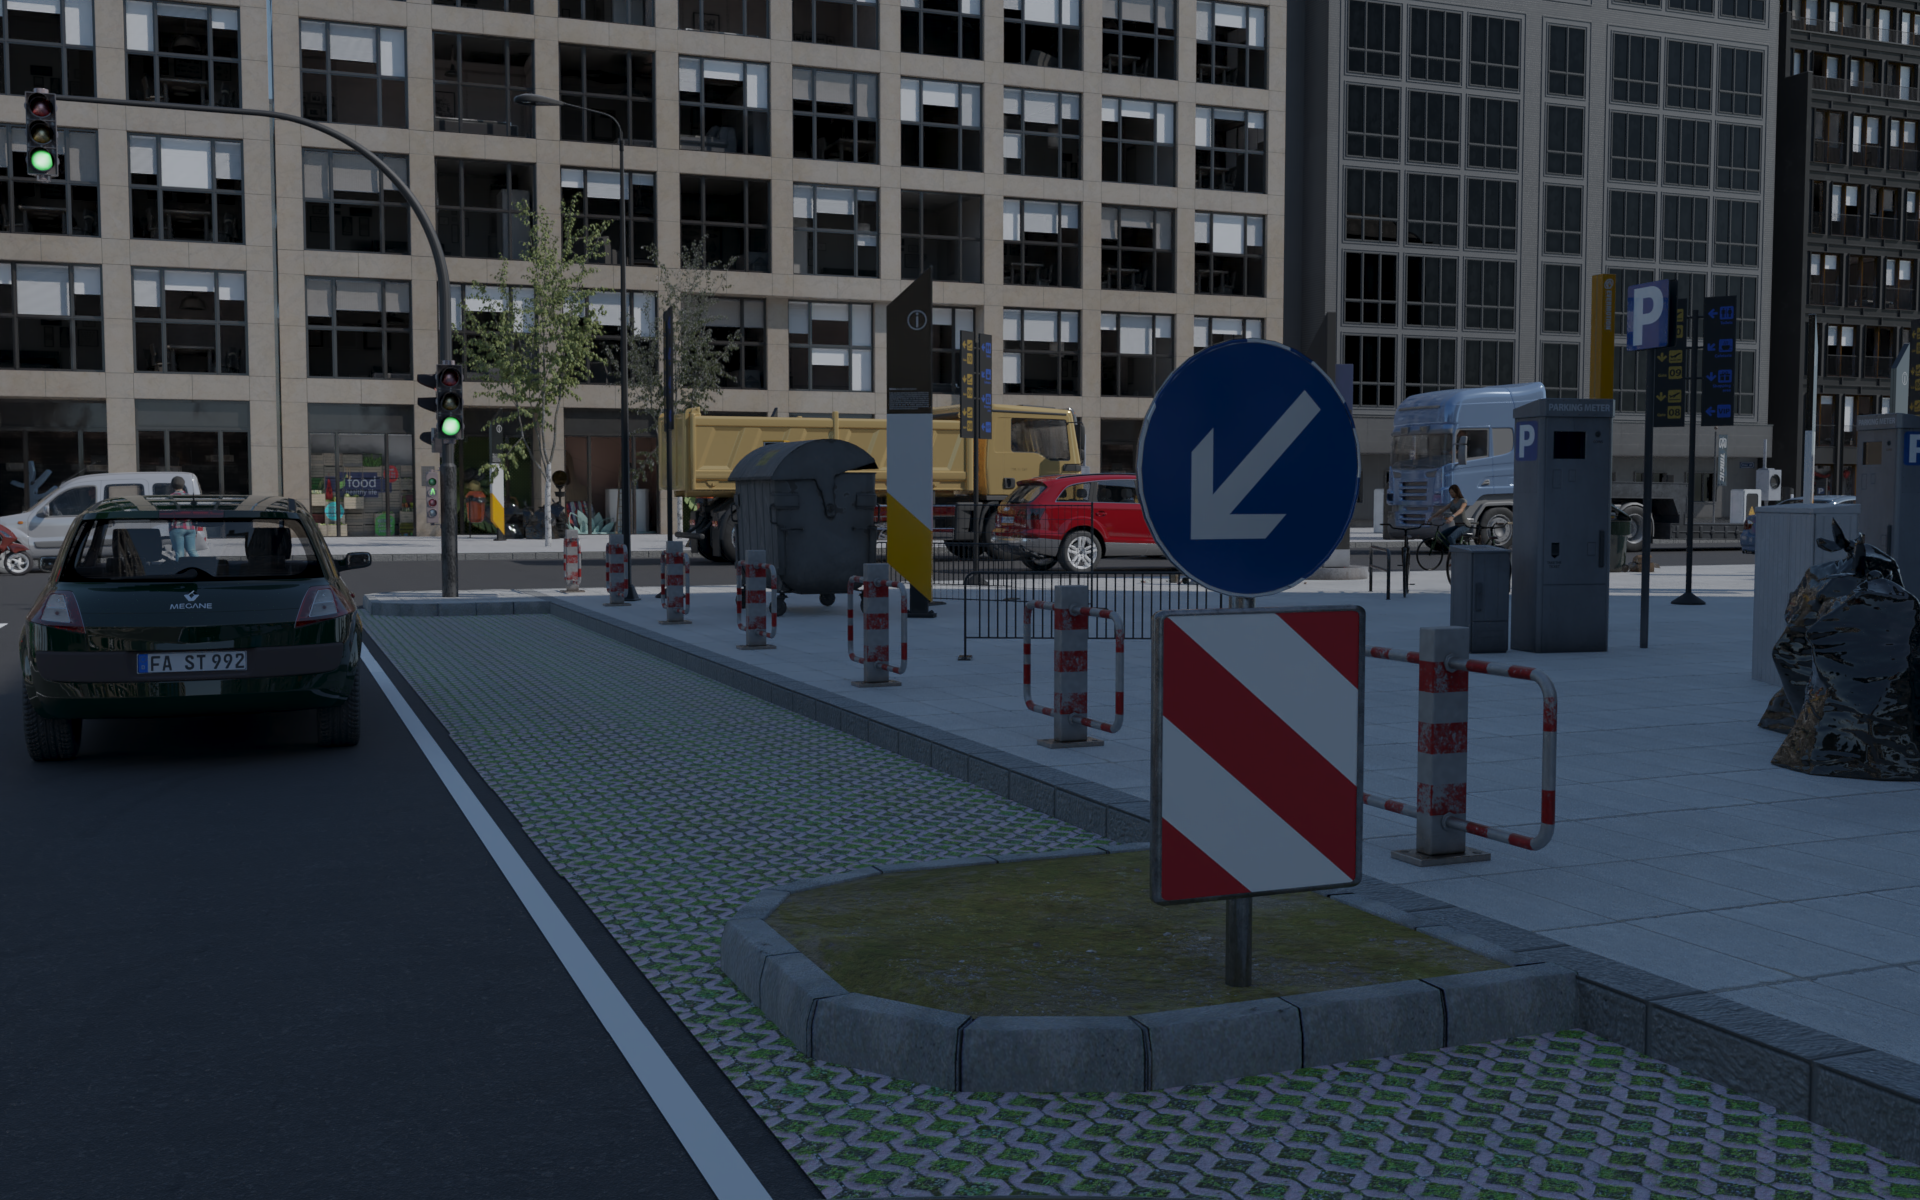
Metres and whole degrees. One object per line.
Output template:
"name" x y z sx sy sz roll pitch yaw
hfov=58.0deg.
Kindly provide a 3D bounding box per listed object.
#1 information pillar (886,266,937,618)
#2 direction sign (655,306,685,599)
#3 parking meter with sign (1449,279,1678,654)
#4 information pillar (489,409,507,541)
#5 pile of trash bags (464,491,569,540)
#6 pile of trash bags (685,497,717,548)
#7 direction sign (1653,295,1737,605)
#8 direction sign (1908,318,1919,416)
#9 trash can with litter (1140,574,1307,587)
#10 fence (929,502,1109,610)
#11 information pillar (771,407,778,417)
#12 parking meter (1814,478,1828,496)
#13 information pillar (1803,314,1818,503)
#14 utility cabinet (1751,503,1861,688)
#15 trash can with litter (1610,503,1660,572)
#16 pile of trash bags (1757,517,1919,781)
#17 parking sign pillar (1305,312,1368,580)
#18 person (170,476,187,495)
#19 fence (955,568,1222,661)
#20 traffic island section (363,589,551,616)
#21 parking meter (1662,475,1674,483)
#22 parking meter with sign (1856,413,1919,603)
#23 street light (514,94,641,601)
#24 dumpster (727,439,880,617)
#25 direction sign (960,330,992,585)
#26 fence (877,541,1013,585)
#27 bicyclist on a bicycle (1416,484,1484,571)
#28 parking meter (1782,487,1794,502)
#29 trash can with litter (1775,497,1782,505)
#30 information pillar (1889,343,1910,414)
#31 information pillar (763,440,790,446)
"information pillar" -0.506 -1.624 17.912 0.504 3.616 0.183 1 4 9
"direction sign" -3.583 -1.795 21.340 0.379 3.537 0.876 -1 4 -15
"parking meter with sign" 4.895 -1.093 14.139 1.738 3.016 0.543 -1 4 -14
"information pillar" -12.649 -3.422 47.310 0.183 3.616 0.504 2 4 24
"pile of trash bags" -12.891 -2.465 50.050 3.447 1.369 1.912 2 4 24
"pile of trash bags" -5.745 -1.957 41.756 1.912 1.369 3.447 0 4 6
"direction sign" 8.481 -1.717 20.063 0.876 3.537 0.379 2 4 34
"direction sign" 12.358 -1.847 22.190 0.379 3.537 0.876 0 4 3
"trash can with litter" 3.682 -0.834 24.691 2.233 1.210 1.678 2 4 31
"fence" 0.541 -0.500 19.383 2.264 1.192 0.480 2 4 31
"information pillar" -5.018 -3.380 46.612 0.183 3.616 0.504 1 4 17
"parking meter" 31.392 -3.515 63.184 0.399 1.863 0.255 2 4 33
"information pillar" 11.193 -1.924 22.818 0.183 3.616 0.504 2 4 30
"utility cabinet" 5.579 -0.019 11.480 0.306 1.237 1.020 0 4 5
"trash can with litter" 10.931 -1.048 28.524 1.055 1.170 0.624 0 4 -8
"pile of trash bags" 4.697 0.115 7.880 1.912 1.369 3.447 2 4 25
"parking sign pillar" 5.505 -2.319 26.386 1.447 3.967 1.447 -1 4 -11
"person" -12.419 -1.122 27.688 0.643 1.720 0.563 2 4 32
"fence" 1.024 0.122 13.382 2.069 0.683 0.278 0 4 4
"traffic island section" -6.337 0.043 21.586 2.009 0.180 2.903 -1 4 -22
"parking meter" 21.684 -2.897 53.076 0.255 1.863 0.399 0 4 2
"parking meter with sign" 9.015 -1.247 16.648 0.543 3.016 1.738 0 4 -6
"street light" -4.514 -2.932 20.477 1.470 5.913 1.316 -1 4 -22
"dumpster" -1.694 -0.803 18.895 1.264 1.857 1.865 -1 4 -22
"direction sign" 0.226 -1.980 24.366 0.379 3.537 0.876 2 4 29
"fence" -0.230 -0.371 21.440 2.069 0.683 0.278 2 4 29
"bicyclist on a bicycle" 9.197 -1.367 32.376 1.625 1.676 1.499 -1 4 -22
"parking meter" 29.074 -3.208 60.868 0.372 1.533 0.369 0 3 0
"trash can with litter" 30.797 -3.263 64.729 0.624 1.170 1.055 2 4 28
"information pillar" 14.519 -2.170 26.826 0.504 3.616 0.183 -3 5 -41
"information pillar" -2.519 -1.181 23.804 0.304 2.012 0.304 1 4 9
